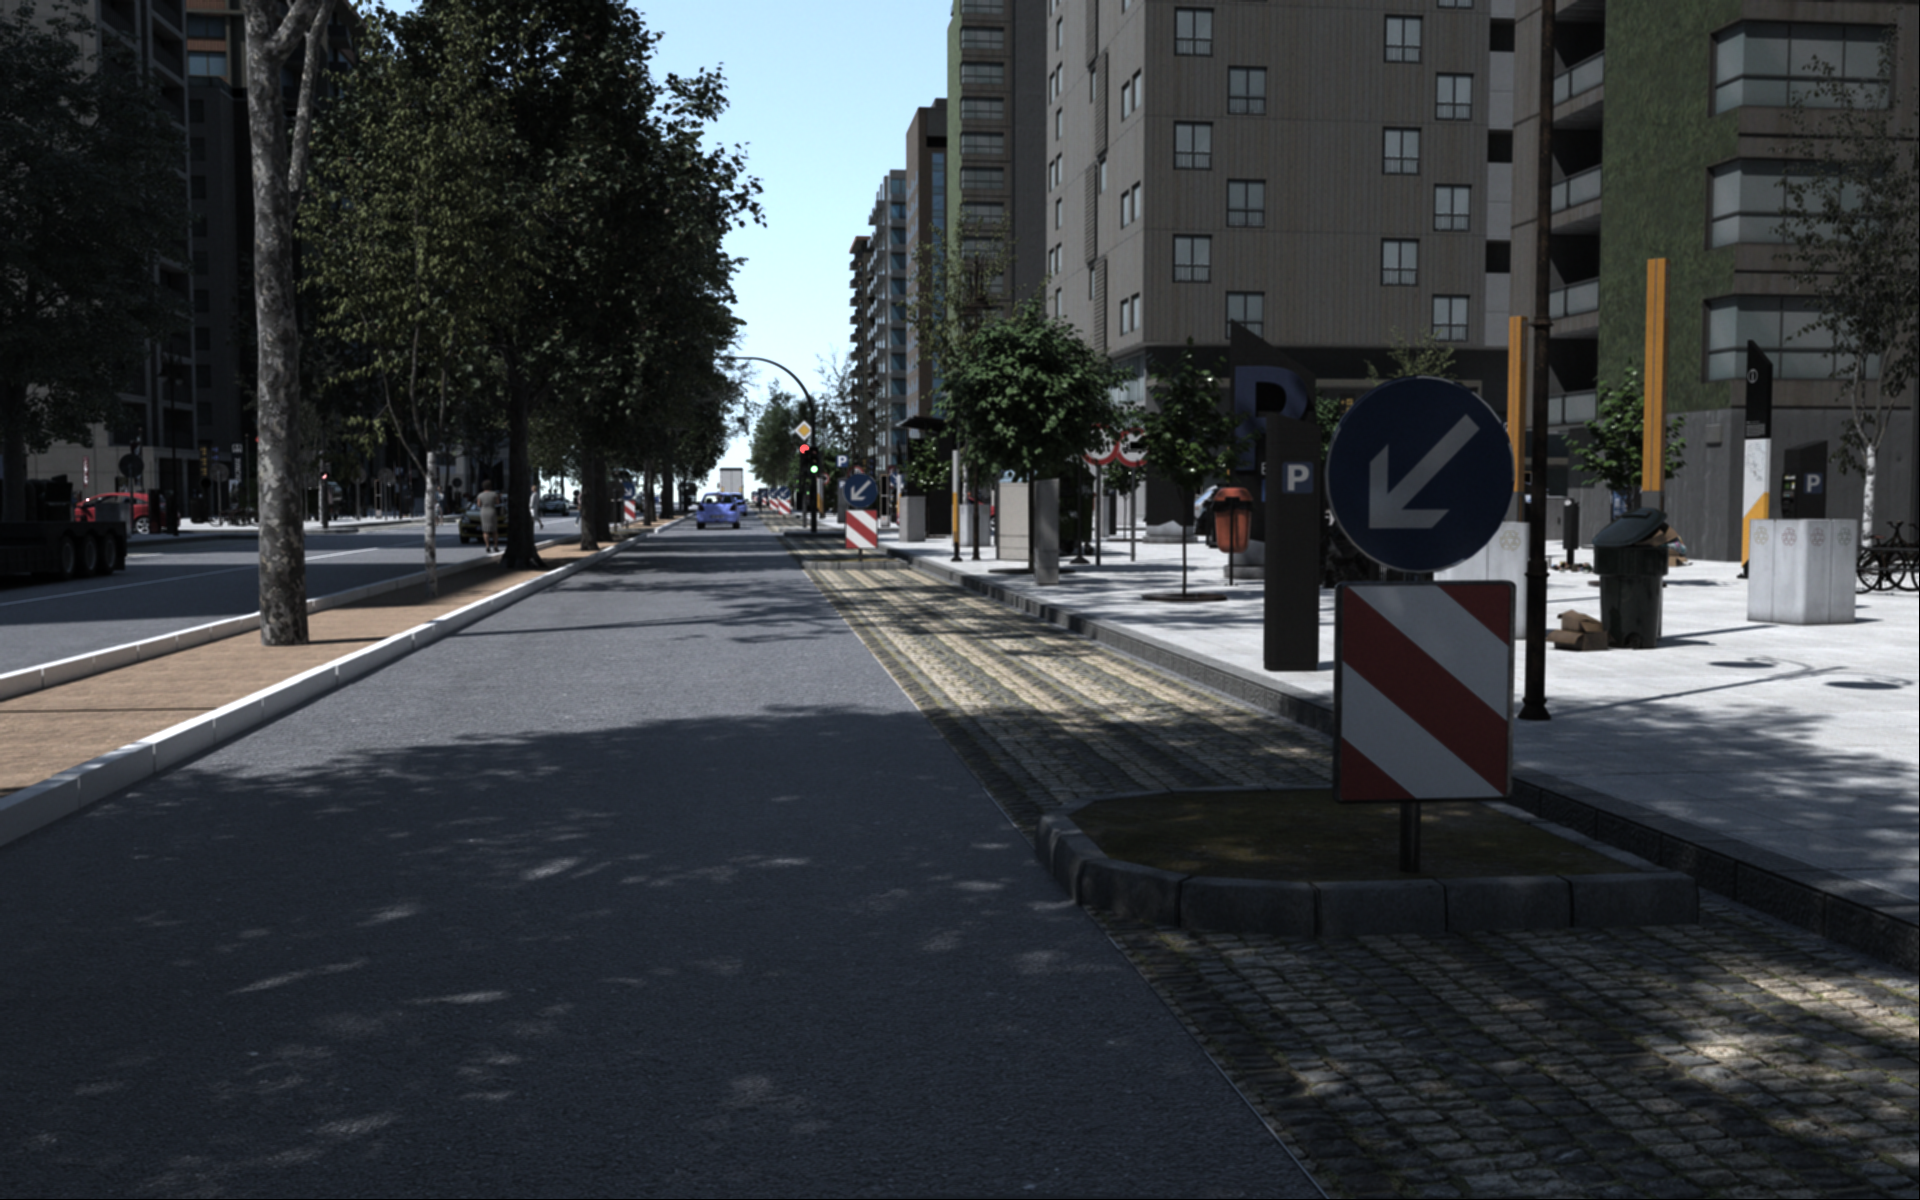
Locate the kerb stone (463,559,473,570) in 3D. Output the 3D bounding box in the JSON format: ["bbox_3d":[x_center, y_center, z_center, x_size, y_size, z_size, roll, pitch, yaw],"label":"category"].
[{"bbox_3d":[-9.339,-0.635,32.576,0.120,0.150,1.000,0,4,-7],"label":"kerb stone"}]

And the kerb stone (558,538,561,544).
[{"bbox_3d":[-11.421,-1.628,48.829,0.120,0.150,1.000,0,4,-7],"label":"kerb stone"}]

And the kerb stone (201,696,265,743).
[{"bbox_3d":[-4.394,0.724,10.416,0.120,0.150,1.000,0,4,-7],"label":"kerb stone"}]

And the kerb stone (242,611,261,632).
[{"bbox_3d":[-7.522,0.244,18.318,0.120,0.150,1.000,0,4,-7],"label":"kerb stone"}]

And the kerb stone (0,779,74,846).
[{"bbox_3d":[-4.005,0.912,7.373,0.120,0.150,1.000,0,4,-7],"label":"kerb stone"}]

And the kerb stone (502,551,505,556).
[{"bbox_3d":[-9.989,-0.945,37.654,0.120,0.150,1.000,0,4,-7],"label":"kerb stone"}]

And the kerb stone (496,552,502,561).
[{"bbox_3d":[-9.863,-0.883,36.634,0.120,0.150,1.000,0,4,-7],"label":"kerb stone"}]

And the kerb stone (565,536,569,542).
[{"bbox_3d":[-11.676,-1.742,50.861,0.120,0.150,1.000,0,4,-7],"label":"kerb stone"}]

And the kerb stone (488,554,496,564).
[{"bbox_3d":[-9.735,-0.821,35.617,0.120,0.150,1.000,0,4,-7],"label":"kerb stone"}]

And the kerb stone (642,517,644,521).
[{"bbox_3d":[-16.661,-4.146,89.986,0.120,0.150,1.000,0,4,-7],"label":"kerb stone"}]

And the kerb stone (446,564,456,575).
[{"bbox_3d":[-9.083,-0.510,30.540,0.120,0.150,1.000,0,4,-7],"label":"kerb stone"}]

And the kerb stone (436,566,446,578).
[{"bbox_3d":[-8.955,-0.448,29.526,0.120,0.150,1.000,0,4,-7],"label":"kerb stone"}]

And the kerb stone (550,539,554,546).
[{"bbox_3d":[-11.153,-1.505,46.802,0.120,0.150,1.000,0,4,-7],"label":"kerb stone"}]

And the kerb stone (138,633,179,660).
[{"bbox_3d":[-7.133,0.427,15.273,0.120,0.150,1.000,0,4,-7],"label":"kerb stone"}]

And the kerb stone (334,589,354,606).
[{"bbox_3d":[-8.037,-0.008,22.391,0.120,0.150,1.000,0,4,-7],"label":"kerb stone"}]

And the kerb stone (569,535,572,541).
[{"bbox_3d":[-11.808,-1.815,51.877,0.120,0.150,1.000,0,4,-7],"label":"kerb stone"}]

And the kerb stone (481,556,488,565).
[{"bbox_3d":[-9.610,-0.754,34.602,0.120,0.150,1.000,0,4,-7],"label":"kerb stone"}]

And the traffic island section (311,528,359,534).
[{"bbox_3d":[-23.334,-2.530,63.646,2.009,0.180,2.903,0,4,-7],"label":"traffic island section"}]

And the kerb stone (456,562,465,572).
[{"bbox_3d":[-9.213,-0.569,31.554,0.120,0.150,1.000,0,4,-7],"label":"kerb stone"}]

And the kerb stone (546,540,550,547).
[{"bbox_3d":[-11.033,-1.442,45.785,0.120,0.150,1.000,0,4,-7],"label":"kerb stone"}]

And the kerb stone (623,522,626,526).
[{"bbox_3d":[-14.979,-3.335,76.762,0.120,0.150,1.000,0,4,-7],"label":"kerb stone"}]

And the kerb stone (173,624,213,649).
[{"bbox_3d":[-7.261,0.362,16.288,0.120,0.150,1.000,0,4,-7],"label":"kerb stone"}]

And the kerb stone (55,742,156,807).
[{"bbox_3d":[-4.137,0.845,8.387,0.120,0.150,1.000,0,4,-7],"label":"kerb stone"}]

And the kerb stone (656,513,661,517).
[{"bbox_3d":[-19.656,-5.579,113.415,0.120,0.150,1.000,0,4,-7],"label":"kerb stone"}]

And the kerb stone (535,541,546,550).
[{"bbox_3d":[-10.894,-1.381,44.770,0.120,0.150,1.000,0,4,-7],"label":"kerb stone"}]

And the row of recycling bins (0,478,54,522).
[{"bbox_3d":[-25.288,-2.430,46.840,1.069,1.692,3.534,0,4,-4],"label":"row of recycling bins"}]

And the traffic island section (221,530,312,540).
[{"bbox_3d":[-22.323,-2.045,55.724,2.009,0.180,2.903,0,4,-7],"label":"traffic island section"}]

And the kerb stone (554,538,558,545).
[{"bbox_3d":[-11.291,-1.567,47.815,0.120,0.150,1.000,0,4,-7],"label":"kerb stone"}]

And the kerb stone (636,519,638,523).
[{"bbox_3d":[-16.019,-3.835,84.892,0.120,0.150,1.000,0,4,-7],"label":"kerb stone"}]

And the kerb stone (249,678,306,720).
[{"bbox_3d":[-4.525,0.660,11.430,0.120,0.150,1.000,0,4,-7],"label":"kerb stone"}]

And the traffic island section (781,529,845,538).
[{"bbox_3d":[-4.872,-2.181,57.938,2.009,0.180,2.903,0,4,-7],"label":"traffic island section"}]

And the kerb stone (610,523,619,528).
[{"bbox_3d":[-14.334,-3.022,71.688,0.120,0.150,1.000,0,4,-7],"label":"kerb stone"}]

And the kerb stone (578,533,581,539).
[{"bbox_3d":[-12.192,-2.000,54.922,0.120,0.150,1.000,0,4,-7],"label":"kerb stone"}]

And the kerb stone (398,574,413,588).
[{"bbox_3d":[-8.557,-0.260,26.462,0.120,0.150,1.000,0,4,-7],"label":"kerb stone"}]

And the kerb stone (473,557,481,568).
[{"bbox_3d":[-9.471,-0.697,33.589,0.120,0.150,1.000,0,4,-7],"label":"kerb stone"}]

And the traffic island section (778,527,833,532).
[{"bbox_3d":[-5.883,-2.665,65.859,2.009,0.180,2.903,0,4,-7],"label":"traffic island section"}]

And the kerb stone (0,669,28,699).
[{"bbox_3d":[-6.746,0.610,12.228,0.120,0.150,1.000,0,4,-7],"label":"kerb stone"}]

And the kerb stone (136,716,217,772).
[{"bbox_3d":[-4.264,0.782,9.402,0.120,0.150,1.000,0,4,-7],"label":"kerb stone"}]

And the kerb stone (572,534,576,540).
[{"bbox_3d":[-11.927,-1.877,52.892,0.120,0.150,1.000,0,4,-7],"label":"kerb stone"}]

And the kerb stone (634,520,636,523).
[{"bbox_3d":[-15.888,-3.772,83.871,0.120,0.150,1.000,0,4,-7],"label":"kerb stone"}]

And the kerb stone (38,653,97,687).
[{"bbox_3d":[-6.871,0.548,13.243,0.120,0.150,1.000,0,4,-7],"label":"kerb stone"}]

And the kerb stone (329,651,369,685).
[{"bbox_3d":[-4.782,0.534,13.465,0.120,0.150,1.000,0,4,-7],"label":"kerb stone"}]

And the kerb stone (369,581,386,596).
[{"bbox_3d":[-8.301,-0.136,24.427,0.120,0.150,1.000,0,4,-7],"label":"kerb stone"}]

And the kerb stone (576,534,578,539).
[{"bbox_3d":[-12.066,-1.940,53.907,0.120,0.150,1.000,0,4,-7],"label":"kerb stone"}]

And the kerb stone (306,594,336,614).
[{"bbox_3d":[-7.911,0.050,21.374,0.120,0.150,1.000,0,4,-7],"label":"kerb stone"}]

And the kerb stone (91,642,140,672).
[{"bbox_3d":[-7.006,0.486,14.259,0.120,0.150,1.000,0,4,-7],"label":"kerb stone"}]

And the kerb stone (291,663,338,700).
[{"bbox_3d":[-4.663,0.598,12.443,0.120,0.150,1.000,0,4,-7],"label":"kerb stone"}]

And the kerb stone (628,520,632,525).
[{"bbox_3d":[-15.500,-3.580,80.830,0.120,0.150,1.000,0,4,-7],"label":"kerb stone"}]

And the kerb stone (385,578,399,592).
[{"bbox_3d":[-8.440,-0.198,25.445,0.120,0.150,1.000,0,4,-7],"label":"kerb stone"}]

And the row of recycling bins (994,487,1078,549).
[{"bbox_3d":[1.817,-2.149,42.244,1.069,1.692,3.534,-2,4,-24],"label":"row of recycling bins"}]

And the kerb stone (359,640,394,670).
[{"bbox_3d":[-4.916,0.477,14.481,0.120,0.150,1.000,0,4,-7],"label":"kerb stone"}]

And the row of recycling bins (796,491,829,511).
[{"bbox_3d":[-11.547,-7.846,135.389,3.534,1.692,1.069,3,5,43],"label":"row of recycling bins"}]

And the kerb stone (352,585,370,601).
[{"bbox_3d":[-8.176,-0.074,23.407,0.120,0.150,1.000,0,4,-7],"label":"kerb stone"}]

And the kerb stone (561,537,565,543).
[{"bbox_3d":[-11.548,-1.689,49.846,0.120,0.150,1.000,0,4,-7],"label":"kerb stone"}]

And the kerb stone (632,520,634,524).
[{"bbox_3d":[-15.629,-3.648,81.844,0.120,0.150,1.000,0,4,-7],"label":"kerb stone"}]

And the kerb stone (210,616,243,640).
[{"bbox_3d":[-7.391,0.299,17.304,0.120,0.150,1.000,0,4,-7],"label":"kerb stone"}]

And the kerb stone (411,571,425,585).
[{"bbox_3d":[-8.686,-0.324,27.488,0.120,0.150,1.000,0,4,-7],"label":"kerb stone"}]
